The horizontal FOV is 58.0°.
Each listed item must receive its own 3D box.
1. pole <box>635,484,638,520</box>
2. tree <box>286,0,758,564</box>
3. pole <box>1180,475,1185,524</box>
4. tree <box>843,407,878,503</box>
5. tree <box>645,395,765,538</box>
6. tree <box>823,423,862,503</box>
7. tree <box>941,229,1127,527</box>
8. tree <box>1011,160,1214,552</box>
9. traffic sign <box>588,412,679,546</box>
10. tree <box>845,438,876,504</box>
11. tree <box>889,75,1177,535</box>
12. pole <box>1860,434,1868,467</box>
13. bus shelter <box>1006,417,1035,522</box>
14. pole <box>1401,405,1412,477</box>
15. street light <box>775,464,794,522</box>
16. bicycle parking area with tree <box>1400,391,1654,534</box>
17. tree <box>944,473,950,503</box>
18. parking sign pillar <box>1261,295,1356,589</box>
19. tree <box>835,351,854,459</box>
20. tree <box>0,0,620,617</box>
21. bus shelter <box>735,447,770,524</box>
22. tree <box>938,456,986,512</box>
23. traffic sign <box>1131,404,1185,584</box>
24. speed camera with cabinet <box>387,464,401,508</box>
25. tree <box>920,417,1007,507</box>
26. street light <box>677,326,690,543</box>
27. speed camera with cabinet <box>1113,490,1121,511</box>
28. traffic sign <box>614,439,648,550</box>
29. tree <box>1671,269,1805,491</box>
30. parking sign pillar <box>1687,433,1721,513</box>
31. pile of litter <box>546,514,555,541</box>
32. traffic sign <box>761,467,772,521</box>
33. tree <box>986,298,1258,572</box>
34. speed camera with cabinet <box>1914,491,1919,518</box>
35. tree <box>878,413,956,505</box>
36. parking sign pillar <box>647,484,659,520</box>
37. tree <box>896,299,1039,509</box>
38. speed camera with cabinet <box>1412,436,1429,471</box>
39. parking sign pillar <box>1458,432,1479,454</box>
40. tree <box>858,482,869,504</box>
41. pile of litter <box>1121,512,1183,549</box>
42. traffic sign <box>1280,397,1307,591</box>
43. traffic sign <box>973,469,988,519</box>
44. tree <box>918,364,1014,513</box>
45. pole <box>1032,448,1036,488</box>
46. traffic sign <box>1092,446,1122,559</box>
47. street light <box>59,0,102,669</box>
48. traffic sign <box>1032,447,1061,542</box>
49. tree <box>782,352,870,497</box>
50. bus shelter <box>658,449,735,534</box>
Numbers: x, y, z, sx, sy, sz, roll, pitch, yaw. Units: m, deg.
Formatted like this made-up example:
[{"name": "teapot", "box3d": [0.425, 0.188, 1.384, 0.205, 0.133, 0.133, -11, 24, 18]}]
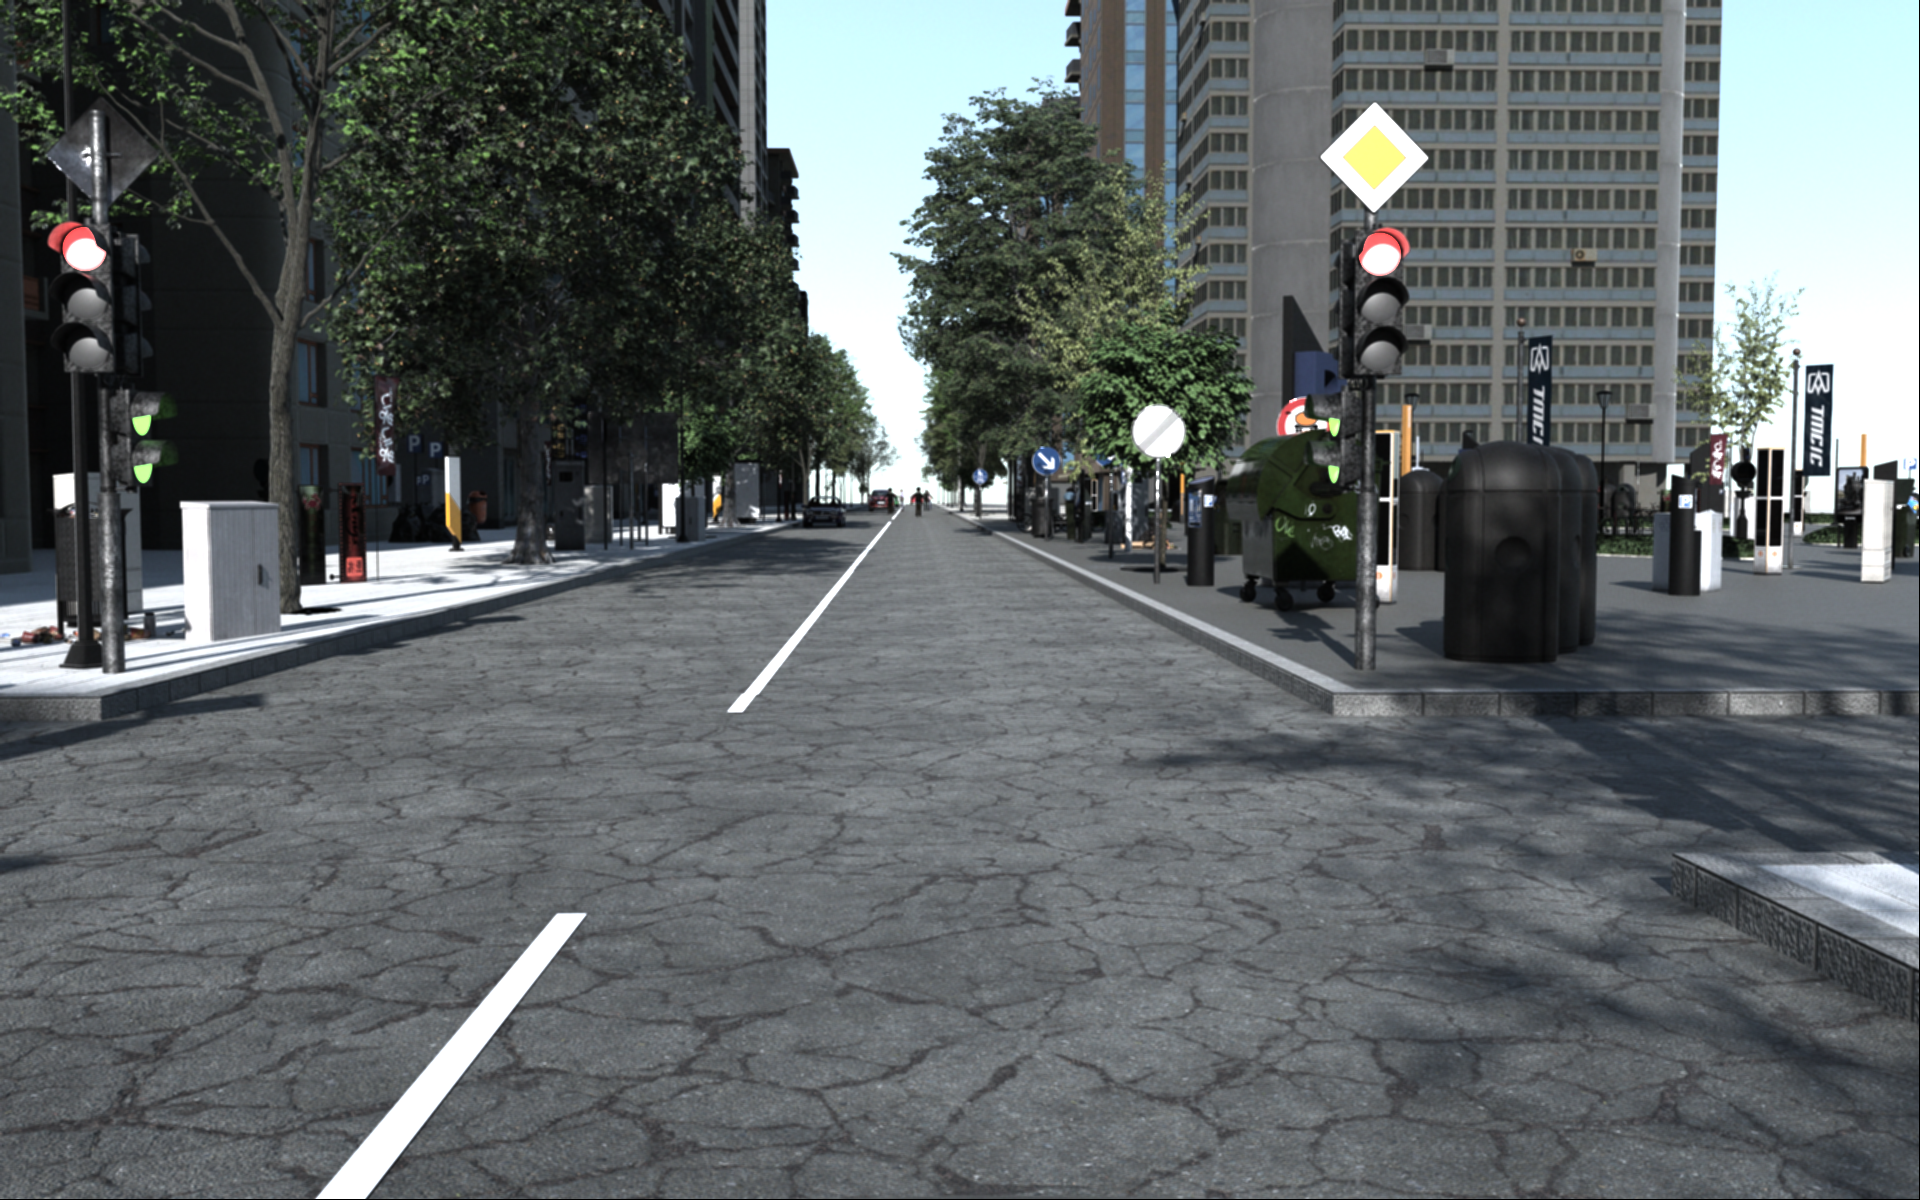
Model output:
[{"name": "pole", "box3d": [-16.125, -5.668, 86.521, 0.158, 3.312, 0.155, 0, 3, 0]}, {"name": "tree", "box3d": [-7.936, -7.024, 31.854, 9.611, 12.733, 9.660, 0, 3, 0]}, {"name": "pole", "box3d": [9.600, -4.944, 74.684, 0.158, 3.312, 0.155, 0, 3, 0]}, {"name": "tree", "box3d": [-13.215, -20.518, 245.831, 12.009, 13.543, 11.850, 0, 3, 0]}, {"name": "tree", "box3d": [-7.966, -4.114, 50.981, 4.285, 4.588, 4.351, 0, 3, 0]}, {"name": "tree", "box3d": [-10.946, -12.729, 158.486, 4.737, 8.622, 4.395, 0, 3, 0]}, {"name": "tree", "box3d": [2.844, -8.639, 67.008, 9.928, 11.665, 9.643, 0, 3, 0]}, {"name": "tree", "box3d": [3.570, -5.378, 38.291, 4.737, 8.622, 4.395, 0, 3, 0]}, {"name": "traffic sign", "box3d": [-8.098, -3.000, 42.930, 2.265, 3.308, 0.079, 0, 4, 4]}, {"name": "tree", "box3d": [-13.045, -17.047, 229.084, 4.360, 8.622, 3.978, 0, 3, 0]}, {"name": "tree", "box3d": [2.674, -8.981, 53.499, 9.857, 13.997, 8.962, 0, 3, 0]}, {"name": "pole", "box3d": [30.493, -3.954, 58.492, 0.158, 3.312, 0.155, 0, 3, 0]}, {"name": "bus shelter", "box3d": [3.199, -6.424, 82.671, 2.179, 5.291, 8.768, 0, 4, -1]}, {"name": "pole", "box3d": [10.219, -2.804, 39.693, 0.158, 3.312, 0.155, 0, 3, 0]}, {"name": "street light", "box3d": [-7.726, -6.503, 78.871, 1.470, 5.913, 1.316, 0, 4, -2]}, {"name": "bicycle parking area with tree", "box3d": [15.358, -3.781, 48.823, 8.231, 4.147, 9.016, 2, 4, 26]}, {"name": "tree", "box3d": [-1.771, -17.534, 237.048, 4.360, 8.622, 3.978, 0, 3, 0]}, {"name": "parking sign pillar", "box3d": [4.942, -2.178, 24.075, 1.447, 3.967, 1.447, 3, 4, 36]}, {"name": "tree", "box3d": [-8.790, -9.154, 66.674, 9.611, 12.733, 9.660, 0, 3, 0]}, {"name": "tree", "box3d": [-7.153, -5.664, 18.358, 9.928, 11.665, 9.643, 0, 3, 0]}, {"name": "bus shelter", "box3d": [-9.457, -5.100, 77.302, 2.014, 3.302, 5.546, 0, 4, -2]}, {"name": "tree", "box3d": [1.203, -8.766, 127.044, 4.285, 4.588, 4.351, 0, 3, 0]}, {"name": "traffic sign", "box3d": [2.825, -1.507, 24.751, 0.768, 2.556, 0.104, 0, 4, 1]}, {"name": "speed camera with cabinet", "box3d": [-17.347, -3.423, 50.296, 2.038, 3.252, 0.660, 0, 4, -2]}, {"name": "tree", "box3d": [0.375, -15.638, 172.692, 9.611, 12.733, 9.660, 0, 3, 0]}, {"name": "street light", "box3d": [-6.809, -4.480, 45.784, 1.470, 5.913, 1.316, 0, 4, -2]}, {"name": "speed camera with cabinet", "box3d": [7.270, -4.980, 75.756, 0.660, 3.252, 2.038, -2, 4, -24]}, {"name": "traffic sign", "box3d": [-7.595, -2.439, 39.981, 0.768, 2.556, 0.104, 0, 4, 0]}, {"name": "tree", "box3d": [26.048, -6.558, 57.579, 4.737, 8.622, 4.395, 0, 3, 0]}, {"name": "parking sign pillar", "box3d": [33.057, -5.415, 77.010, 1.447, 3.967, 1.447, 0, 4, 0]}, {"name": "pile of litter", "box3d": [-11.603, -2.087, 48.082, 1.719, 0.858, 1.176, 1, 4, 23]}, {"name": "traffic sign", "box3d": [-9.186, -4.949, 81.028, 0.768, 2.556, 0.104, 0, 4, 0]}, {"name": "tree", "box3d": [3.406, -2.779, 29.155, 4.285, 4.588, 4.351, 0, 3, 0]}, {"name": "speed camera with cabinet", "box3d": [49.347, -5.712, 87.733, 2.038, 3.252, 0.660, 1, 4, 21]}, {"name": "tree", "box3d": [-0.665, -17.590, 197.969, 12.009, 13.543, 11.850, 0, 3, 0]}, {"name": "parking sign pillar", "box3d": [-14.983, -5.975, 86.166, 1.447, 3.967, 1.447, 1, 4, 20]}, {"name": "tree", "box3d": [1.173, -17.984, 149.924, 12.611, 20.169, 13.585, 0, 3, 0]}, {"name": "speed camera with cabinet", "box3d": [16.349, -3.967, 59.192, 2.038, 3.252, 0.660, 2, 4, 24]}, {"name": "parking sign pillar", "box3d": [22.034, -5.262, 74.506, 1.447, 3.967, 1.447, -2, 4, -31]}, {"name": "tree", "box3d": [-13.106, -14.759, 235.909, 1.663, 3.219, 1.824, 0, 3, 0]}, {"name": "pile of litter", "box3d": [4.494, -1.637, 40.726, 1.176, 0.858, 1.719, -2, 4, -24]}, {"name": "traffic sign", "box3d": [4.540, -1.389, 22.812, 0.768, 2.556, 0.104, 0, 4, 2]}, {"name": "traffic sign", "box3d": [1.027, -5.354, 87.651, 0.768, 2.556, 0.104, 0, 4, 0]}, {"name": "tree", "box3d": [0.774, -12.101, 115.980, 7.486, 12.596, 7.792, 0, 3, 0]}, {"name": "pole", "box3d": [3.145, -4.845, 73.065, 0.158, 3.312, 0.155, 0, 3, 0]}, {"name": "traffic sign", "box3d": [3.007, -2.098, 34.409, 0.768, 2.556, 0.104, 0, 4, 6]}, {"name": "street light", "box3d": [-5.947, -2.456, 12.696, 1.470, 5.913, 1.316, 0, 4, -2]}, {"name": "traffic sign", "box3d": [2.330, -2.853, 46.747, 0.768, 2.556, 0.104, 0, 4, 0]}, {"name": "tree", "box3d": [-10.323, -12.986, 130.451, 7.486, 12.596, 7.792, 0, 3, 0]}, {"name": "bus shelter", "box3d": [-8.875, -3.885, 57.451, 2.014, 3.302, 5.546, 0, 4, -1]}]
